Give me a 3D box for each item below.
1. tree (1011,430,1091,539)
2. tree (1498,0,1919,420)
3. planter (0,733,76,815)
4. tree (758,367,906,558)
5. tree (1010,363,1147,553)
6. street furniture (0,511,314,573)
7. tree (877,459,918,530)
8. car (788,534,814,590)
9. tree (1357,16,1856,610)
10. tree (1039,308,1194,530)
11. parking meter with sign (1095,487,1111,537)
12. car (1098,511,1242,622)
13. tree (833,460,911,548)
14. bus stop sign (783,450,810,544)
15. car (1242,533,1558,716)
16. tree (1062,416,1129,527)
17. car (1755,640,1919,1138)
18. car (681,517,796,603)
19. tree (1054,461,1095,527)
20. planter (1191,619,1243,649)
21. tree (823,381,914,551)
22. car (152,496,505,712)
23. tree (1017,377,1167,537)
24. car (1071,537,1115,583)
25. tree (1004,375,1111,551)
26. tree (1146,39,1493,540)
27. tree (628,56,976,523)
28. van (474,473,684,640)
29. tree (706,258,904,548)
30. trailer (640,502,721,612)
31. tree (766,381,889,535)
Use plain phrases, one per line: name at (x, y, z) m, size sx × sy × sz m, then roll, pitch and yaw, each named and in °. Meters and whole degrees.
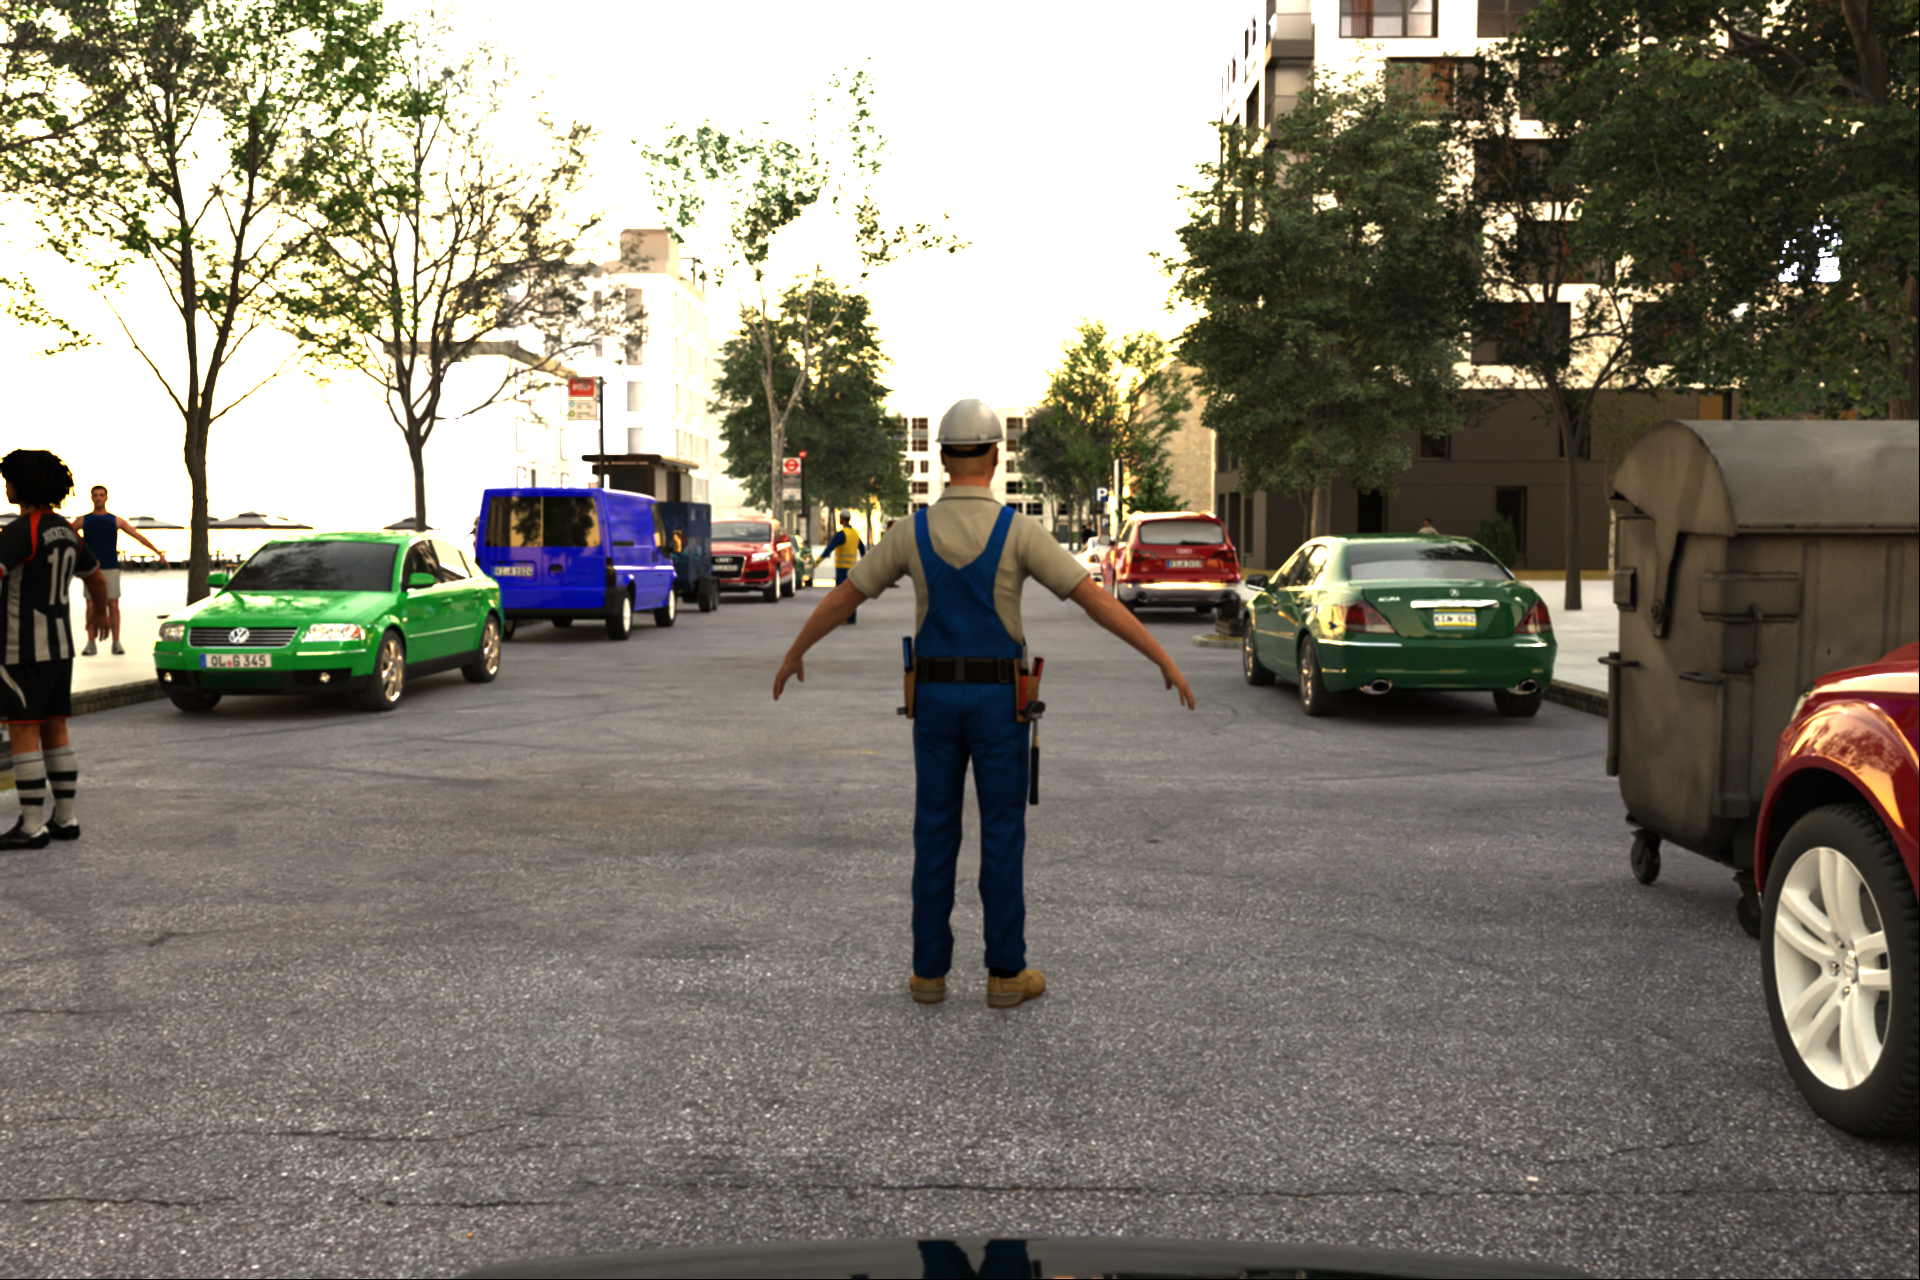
tree at (8.362, -13.760, 150.727) m, size 9.928 × 11.665 × 9.643 m, roll 0°, pitch 3°, yaw 0°
tree at (10.191, -6.813, 18.041) m, size 9.857 × 13.997 × 8.962 m, roll 0°, pitch 3°, yaw 0°
planter at (-5.884, 0.737, 9.090) m, size 1.991 × 0.319 × 1.994 m, roll 0°, pitch 4°, yaw 0°
tree at (-7.141, -9.700, 93.013) m, size 8.767 × 10.594 × 7.601 m, roll 0°, pitch 4°, yaw -2°
tree at (8.288, -12.725, 118.425) m, size 12.009 × 13.543 × 11.850 m, roll 0°, pitch 3°, yaw 0°
street furniture at (-31.060, -3.301, 59.002) m, size 14.083 × 1.986 × 27.439 m, roll 1°, pitch 4°, yaw 11°
tree at (-6.391, -12.490, 154.569) m, size 4.360 × 8.622 × 3.978 m, roll 0°, pitch 3°, yaw 0°
car at (-4.948, -2.102, 46.173) m, size 2.131 × 1.459 × 4.920 m, roll 0°, pitch 4°, yaw 1°
tree at (10.600, -5.802, 29.280) m, size 8.767 × 10.594 × 7.601 m, roll 2°, pitch 4°, yaw 35°
tree at (7.251, -9.464, 80.499) m, size 9.928 × 11.665 × 9.643 m, roll 0°, pitch 3°, yaw 0°
parking meter with sign at (5.267, -4.108, 63.434) m, size 0.543 × 3.016 × 1.738 m, roll 0°, pitch 4°, yaw 0°
car at (3.567, -1.297, 29.885) m, size 2.281 × 1.827 × 5.304 m, roll 0°, pitch 4°, yaw 1°
tree at (-7.490, -12.785, 143.451) m, size 7.601 × 10.594 × 8.767 m, roll 2°, pitch 4°, yaw 28°
bus stop sign at (-5.227, -4.073, 55.298) m, size 0.855 × 3.939 × 0.416 m, roll 0°, pitch 4°, yaw 0°
car at (3.639, -0.198, 15.043) m, size 2.131 × 1.459 × 4.920 m, roll 0°, pitch 4°, yaw 0°
tree at (8.194, -9.571, 106.855) m, size 4.737 × 8.622 × 4.395 m, roll 0°, pitch 3°, yaw 0°
car at (3.071, 0.377, 2.508) m, size 2.281 × 1.827 × 5.304 m, roll 0°, pitch 4°, yaw 1°
car at (-4.791, -1.789, 37.917) m, size 2.281 × 1.827 × 5.304 m, roll 0°, pitch 4°, yaw 1°
tree at (9.131, -11.681, 141.347) m, size 4.737 × 8.622 × 4.395 m, roll 0°, pitch 3°, yaw 0°
planter at (4.037, -0.082, 22.480) m, size 1.991 × 0.319 × 1.994 m, roll 0°, pitch 4°, yaw 0°
tree at (-7.234, -12.860, 128.395) m, size 7.486 × 12.596 × 7.792 m, roll 0°, pitch 3°, yaw 0°
car at (-5.432, -0.404, 15.400) m, size 1.959 × 1.807 × 4.718 m, roll 0°, pitch 4°, yaw 1°
tree at (7.741, -10.058, 98.861) m, size 8.767 × 10.594 × 7.601 m, roll -1°, pitch 4°, yaw -17°
car at (4.022, -2.058, 46.009) m, size 2.083 × 1.381 × 4.827 m, roll 0°, pitch 4°, yaw 0°
tree at (8.354, -13.539, 131.731) m, size 12.009 × 13.543 × 11.850 m, roll 0°, pitch 3°, yaw 0°
tree at (9.731, -8.560, 46.611) m, size 9.857 × 13.997 × 8.962 m, roll 0°, pitch 3°, yaw 0°
tree at (-6.174, -12.998, 68.407) m, size 12.611 × 20.169 × 13.585 m, roll 0°, pitch 3°, yaw 0°
van at (-5.400, -1.266, 25.082) m, size 2.240 × 2.365 × 5.245 m, roll 0°, pitch 4°, yaw 1°
tree at (-7.321, -10.729, 82.069) m, size 9.857 × 13.997 × 8.962 m, roll 0°, pitch 3°, yaw 0°
trailer at (-5.277, -1.487, 31.366) m, size 1.471 × 1.999 × 3.904 m, roll 0°, pitch 4°, yaw 1°
tree at (-7.682, -10.407, 104.566) m, size 7.601 × 10.594 × 8.767 m, roll 2°, pitch 4°, yaw 35°
